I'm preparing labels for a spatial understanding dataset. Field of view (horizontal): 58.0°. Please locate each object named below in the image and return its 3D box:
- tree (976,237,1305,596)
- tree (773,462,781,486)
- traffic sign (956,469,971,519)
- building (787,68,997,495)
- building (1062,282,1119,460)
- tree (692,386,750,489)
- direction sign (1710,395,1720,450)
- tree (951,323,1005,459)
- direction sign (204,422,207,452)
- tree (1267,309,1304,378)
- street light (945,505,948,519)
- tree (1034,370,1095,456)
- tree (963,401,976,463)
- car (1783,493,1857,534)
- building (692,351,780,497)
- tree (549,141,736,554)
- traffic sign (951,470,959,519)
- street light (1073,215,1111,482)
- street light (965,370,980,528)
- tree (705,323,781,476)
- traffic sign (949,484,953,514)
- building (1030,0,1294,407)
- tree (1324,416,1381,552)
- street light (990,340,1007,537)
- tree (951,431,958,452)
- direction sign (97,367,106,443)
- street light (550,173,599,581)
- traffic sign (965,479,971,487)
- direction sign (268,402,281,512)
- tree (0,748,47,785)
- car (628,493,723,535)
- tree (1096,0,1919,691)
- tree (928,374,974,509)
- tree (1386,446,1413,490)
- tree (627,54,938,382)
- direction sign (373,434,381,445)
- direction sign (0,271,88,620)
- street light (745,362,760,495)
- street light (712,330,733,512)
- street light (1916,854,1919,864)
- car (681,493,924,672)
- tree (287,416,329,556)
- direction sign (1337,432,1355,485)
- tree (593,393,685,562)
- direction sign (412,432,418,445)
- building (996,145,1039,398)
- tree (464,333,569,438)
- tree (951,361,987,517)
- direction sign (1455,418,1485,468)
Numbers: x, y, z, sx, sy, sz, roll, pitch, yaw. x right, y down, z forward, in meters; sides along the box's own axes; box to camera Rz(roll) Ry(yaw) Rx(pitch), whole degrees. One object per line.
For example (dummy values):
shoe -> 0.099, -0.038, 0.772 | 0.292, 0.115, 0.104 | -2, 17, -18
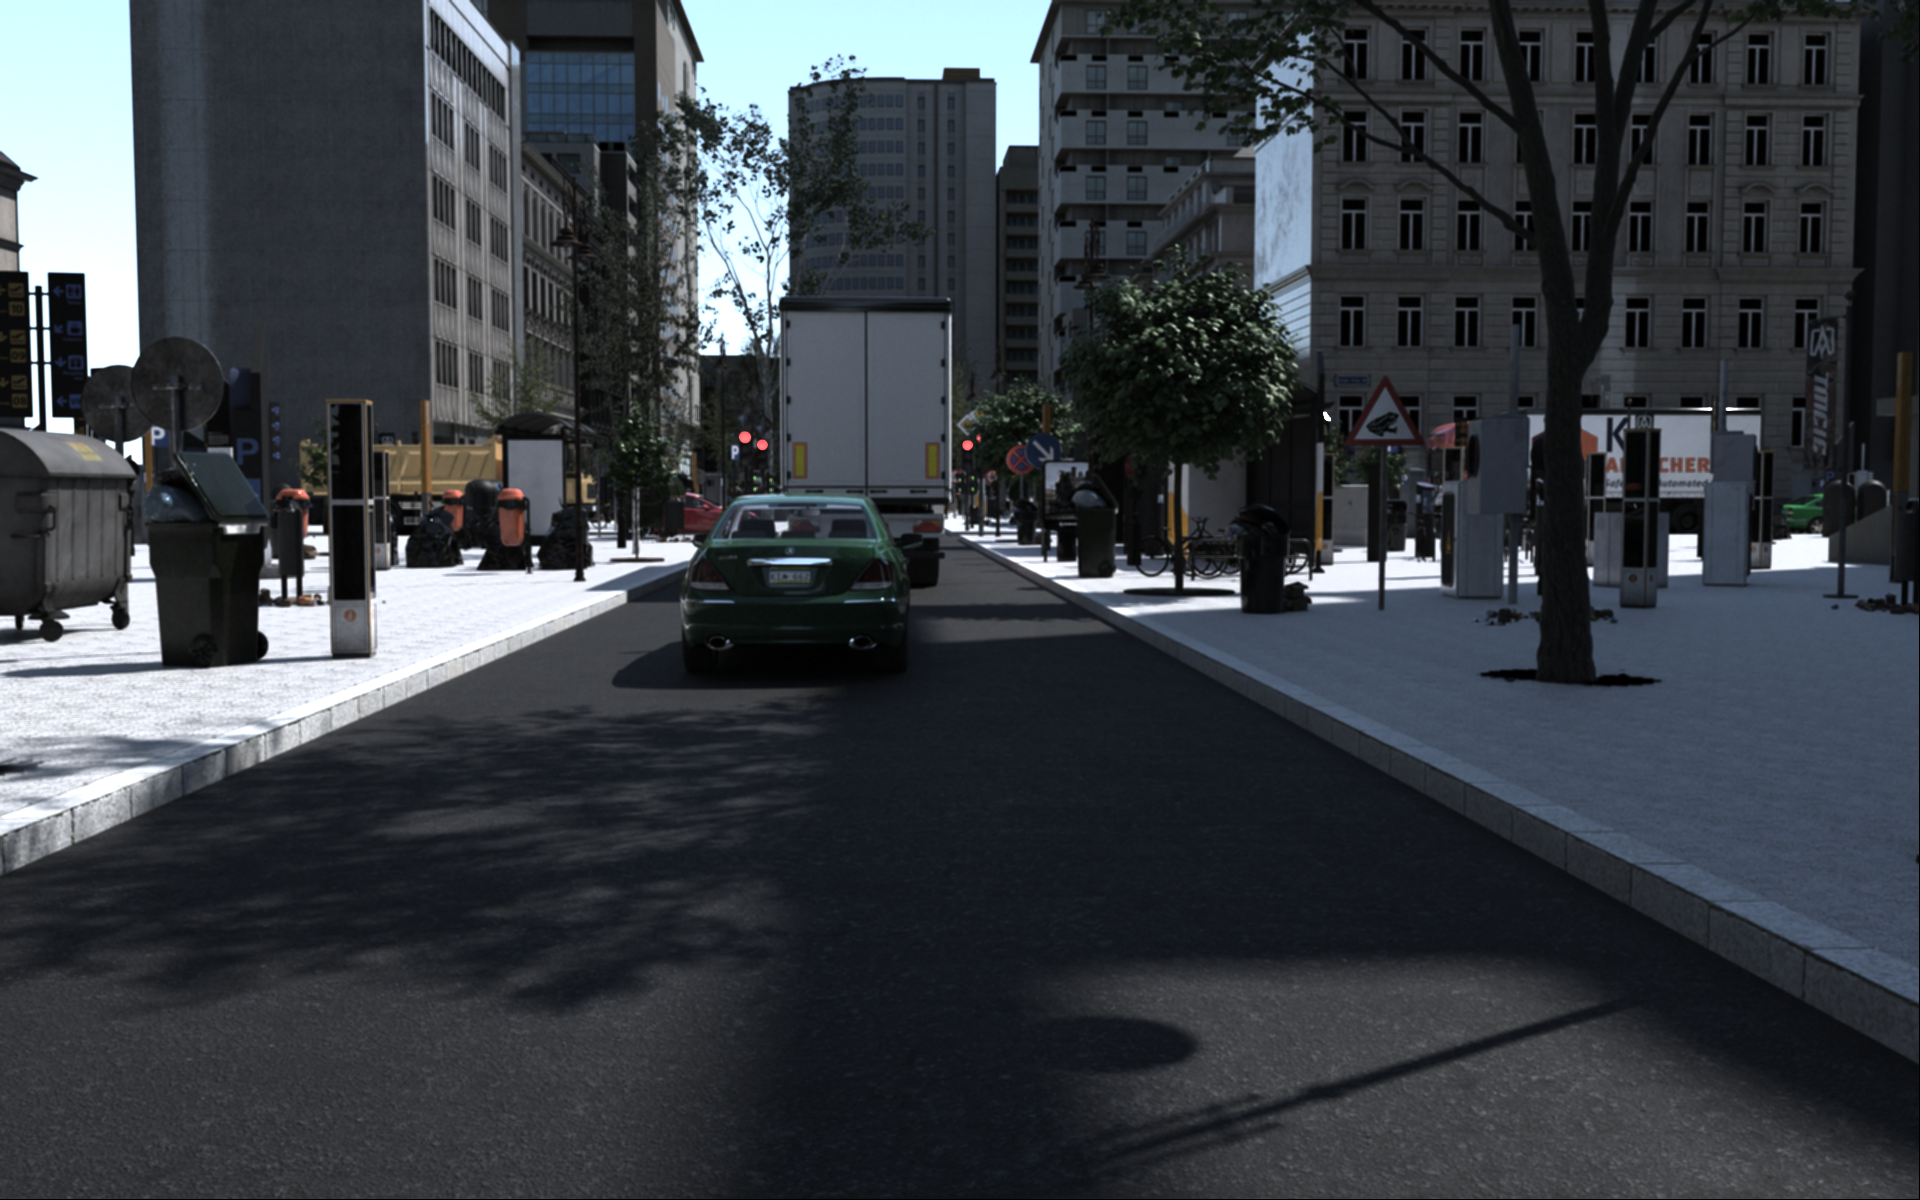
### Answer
tree -> 2.849, -2.366, 22.398 | 4.285, 4.588, 4.351 | 0, 3, 0
tree -> -8.963, -5.712, 87.996 | 1.663, 3.219, 1.824 | 0, 3, 0
traffic sign -> 0.178, -5.356, 87.673 | 0.768, 2.556, 0.104 | 0, 4, 3
building -> -9.637, -42.840, 242.425 | 28.212, 58.520, 21.231 | 0, 4, -3
building -> 24.540, -19.027, 156.127 | 27.650, 21.520, 28.899 | 0, 4, -3
tree -> -16.176, -10.298, 118.737 | 4.737, 8.622, 4.395 | 0, 3, 0
direction sign -> 17.406, -2.933, 39.945 | 0.379, 3.537, 0.876 | 2, 4, 35
tree -> -1.763, -12.851, 120.485 | 12.009, 13.543, 11.850 | 0, 3, 0
direction sign -> -17.219, -2.936, 40.005 | 0.876, 3.537, 0.379 | 3, 5, 41
tree -> 11.469, -7.213, 68.289 | 4.737, 8.622, 4.395 | 0, 3, 0
street light -> -0.699, -7.084, 88.610 | 0.468, 5.910, 1.993 | 0, 4, -3
tree -> 5.535, -9.316, 102.685 | 4.360, 8.622, 3.978 | 0, 3, 0
tree -> 1.756, -3.864, 46.892 | 4.285, 4.588, 4.351 | 0, 3, 0
car -> 29.390, -2.977, 57.473 | 4.718, 1.807, 1.959 | 0, 4, -1
building -> -38.764, -24.493, 245.505 | 28.899, 21.520, 27.650 | 0, 4, -3
tree -> -6.903, -5.297, 36.965 | 4.360, 8.622, 3.978 | 0, 3, 0
traffic sign -> -0.264, -5.540, 90.692 | 0.768, 2.556, 0.104 | 0, 4, 5
street light -> 2.200, -3.441, 29.048 | 0.468, 5.910, 1.993 | 0, 4, -3
street light -> 0.454, -5.627, 64.787 | 0.468, 5.910, 1.993 | 0, 4, -3
tree -> -9.642, -9.755, 93.905 | 8.767, 10.594, 7.601 | 0, 4, -4
traffic sign -> -0.663, -6.836, 111.871 | 0.768, 2.556, 0.104 | 0, 4, 0
building -> 22.858, -36.332, 183.269 | 28.713, 52.752, 27.495 | 0, 4, -3
tree -> 8.128, -2.692, 38.613 | 1.663, 3.219, 1.824 | 0, 3, 0
street light -> 1.147, -4.857, 52.196 | 0.468, 5.910, 1.993 | 0, 4, -3
tree -> -2.265, -11.088, 131.658 | 4.360, 8.622, 3.978 | 0, 3, 0
direction sign -> -15.687, -2.401, 31.253 | 0.876, 3.537, 0.379 | 2, 4, 29
street light -> -5.607, -3.215, 25.353 | 0.468, 5.910, 1.993 | 0, 4, -3
traffic sign -> 0.625, -8.070, 132.048 | 0.768, 2.556, 0.104 | 0, 4, 3
direction sign -> -16.924, -3.085, 42.435 | 0.379, 3.537, 0.876 | 1, 4, 15
tree -> -4.974, -5.002, 7.536 | 9.928, 11.665, 9.643 | 0, 3, 0
car -> -8.564, -2.819, 55.133 | 4.494, 1.783, 2.155 | 0, 4, -3
tree -> 4.223, -5.257, 11.709 | 9.928, 11.665, 9.643 | 0, 3, 0
tree -> -2.150, -13.636, 141.070 | 7.486, 12.596, 7.792 | 0, 3, 0
tree -> 10.794, -3.060, 44.631 | 1.663, 3.219, 1.824 | 0, 3, 0
tree -> -6.742, -13.306, 73.449 | 12.611, 20.169, 13.585 | 0, 3, 0
direction sign -> -21.850, -4.456, 64.855 | 0.876, 3.537, 0.379 | -2, 4, -31
direction sign -> -9.385, -1.574, 17.737 | 0.876, 3.537, 0.379 | -1, 4, -12
street light -> -7.291, -5.387, 60.864 | 0.468, 5.910, 1.993 | 0, 4, -3
street light -> -6.690, -4.660, 48.978 | 0.468, 5.910, 1.993 | 0, 4, -3
street light -> 3.418, -2.021, 5.825 | 0.468, 5.910, 1.993 | 0, 4, -3
car -> -1.373, -0.220, 15.401 | 2.131, 1.459, 4.920 | 0, 4, -2
tree -> -12.973, -2.559, 36.442 | 1.663, 3.219, 1.824 | 0, 3, 0
direction sign -> 13.996, -4.337, 62.905 | 0.876, 3.537, 0.379 | -2, 4, -34
tree -> -6.241, -2.337, 32.807 | 1.663, 3.219, 1.824 | 0, 3, 0
direction sign -> -19.889, -4.360, 63.282 | 0.379, 3.537, 0.876 | -2, 4, -29
building -> 15.291, -37.926, 243.795 | 21.600, 48.544, 21.300 | 0, 4, -3
tree -> -19.944, -7.854, 78.768 | 4.737, 8.622, 4.395 | 0, 3, 0
tree -> -0.150, -8.842, 94.929 | 4.737, 8.622, 4.395 | 0, 3, 0
direction sign -> 15.092, -3.628, 51.322 | 0.876, 3.537, 0.379 | 0, 4, 0
